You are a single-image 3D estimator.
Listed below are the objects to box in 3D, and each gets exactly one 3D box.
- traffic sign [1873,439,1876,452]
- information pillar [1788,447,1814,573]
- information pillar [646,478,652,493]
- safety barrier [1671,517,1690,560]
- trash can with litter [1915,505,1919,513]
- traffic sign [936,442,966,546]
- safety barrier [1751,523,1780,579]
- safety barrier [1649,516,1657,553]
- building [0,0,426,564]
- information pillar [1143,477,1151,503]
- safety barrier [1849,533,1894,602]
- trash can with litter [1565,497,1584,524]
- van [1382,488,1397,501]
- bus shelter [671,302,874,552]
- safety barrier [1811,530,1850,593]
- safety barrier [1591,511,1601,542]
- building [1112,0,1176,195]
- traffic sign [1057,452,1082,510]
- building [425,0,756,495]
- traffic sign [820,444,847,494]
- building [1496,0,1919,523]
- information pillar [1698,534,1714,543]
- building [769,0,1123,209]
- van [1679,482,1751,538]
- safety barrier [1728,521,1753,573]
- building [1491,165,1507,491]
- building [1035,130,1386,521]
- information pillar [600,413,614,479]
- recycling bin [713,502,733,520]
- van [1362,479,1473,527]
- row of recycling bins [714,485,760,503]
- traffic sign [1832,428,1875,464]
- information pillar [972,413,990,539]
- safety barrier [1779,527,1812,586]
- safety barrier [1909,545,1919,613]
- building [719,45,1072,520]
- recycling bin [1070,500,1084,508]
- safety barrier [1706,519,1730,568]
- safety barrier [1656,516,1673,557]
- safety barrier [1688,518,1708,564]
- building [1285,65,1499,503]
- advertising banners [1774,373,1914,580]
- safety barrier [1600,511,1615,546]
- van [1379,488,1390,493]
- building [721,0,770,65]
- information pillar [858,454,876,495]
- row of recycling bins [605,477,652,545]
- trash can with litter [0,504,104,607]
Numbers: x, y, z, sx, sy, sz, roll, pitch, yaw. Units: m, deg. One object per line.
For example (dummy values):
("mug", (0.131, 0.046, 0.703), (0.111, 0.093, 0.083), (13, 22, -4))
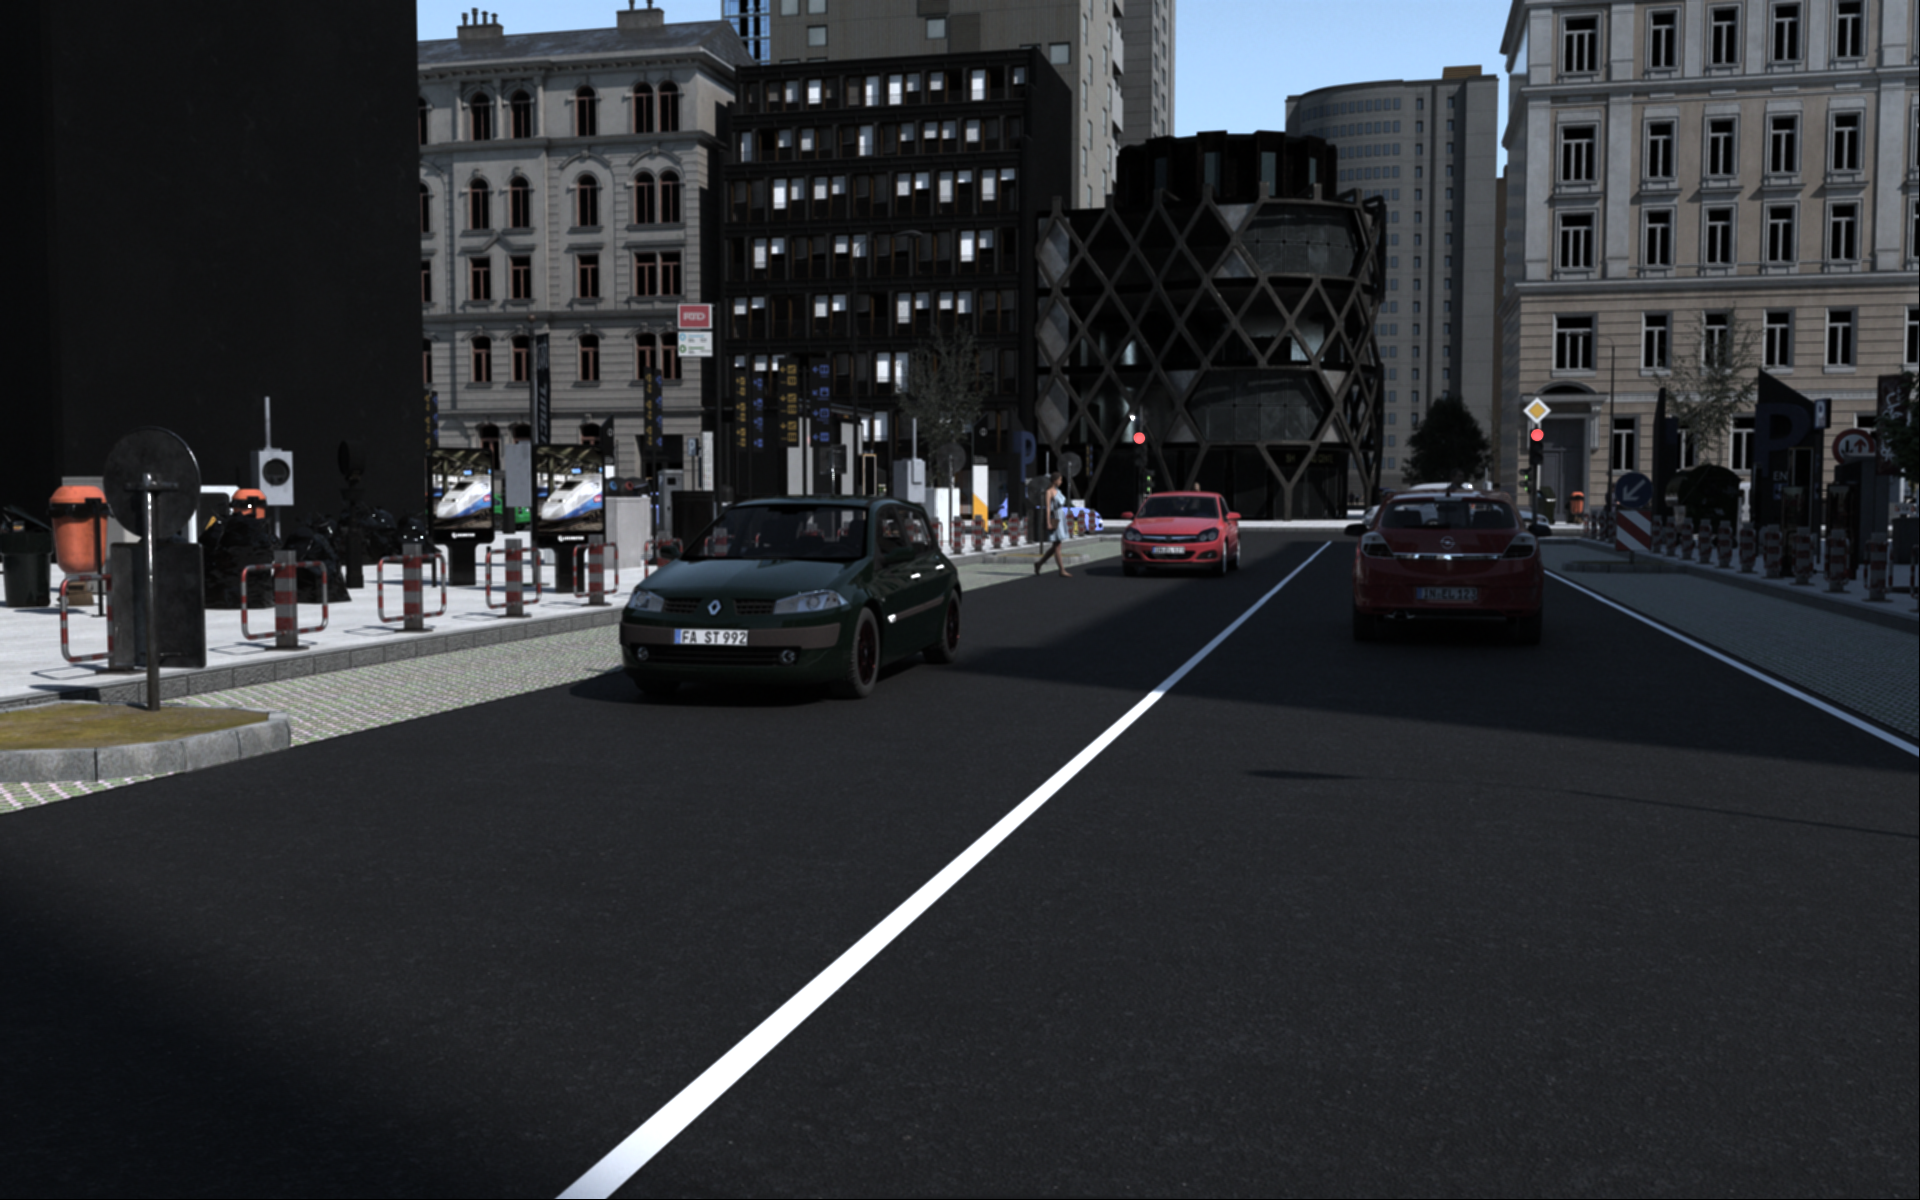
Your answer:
("traffic sign", (18.243, -2.154, 35.318), (0.768, 2.556, 0.104), (1, 4, 20))
("information pillar", (13.232, -1.395, 27.304), (0.304, 2.012, 0.304), (1, 4, 13))
("information pillar", (-14.036, -4.518, 78.362), (0.304, 2.012, 0.304), (-1, 4, -18))
("safety barrier", (14.145, -1.187, 33.679), (0.300, 0.817, 1.120), (1, 4, 14))
("trash can with litter", (25.163, -2.038, 44.712), (1.055, 1.170, 0.624), (-3, 5, -42))
("traffic sign", (-0.236, -2.605, 42.691), (0.768, 2.556, 0.104), (1, 4, 19))
("safety barrier", (12.307, -0.731, 26.220), (0.300, 0.817, 1.120), (1, 4, 14))
("safety barrier", (15.063, -1.416, 37.426), (0.300, 0.817, 1.120), (1, 4, 14))
("building", (-22.603, -12.798, 38.929), (15.834, 23.373, 12.332), (1, 4, 14))
("information pillar", (8.240, -4.401, 76.452), (0.304, 2.012, 0.304), (0, 4, -4))
("safety barrier", (10.939, -0.389, 20.634), (0.300, 0.817, 1.120), (1, 4, 14))
("trash can with litter", (26.514, -3.865, 74.572), (0.624, 1.170, 1.055), (-1, 4, -13))
("van", (41.074, -9.681, 165.288), (2.013, 2.044, 4.112), (1, 4, 15))
("bus shelter", (-4.240, -3.741, 38.791), (2.179, 5.291, 8.768), (1, 4, 14))
("safety barrier", (11.394, -0.503, 22.496), (0.300, 0.817, 1.120), (1, 4, 14))
("safety barrier", (17.349, -1.987, 46.756), (0.300, 0.817, 1.120), (1, 4, 14))
("building", (12.125, -45.918, 189.018), (20.611, 71.187, 20.563), (1, 4, 14))
("traffic sign", (3.289, -3.193, 52.319), (0.768, 2.556, 0.104), (1, 4, 17))
("building", (-22.639, -18.942, 97.088), (23.554, 28.519, 14.401), (1, 4, 14))
("traffic sign", (-2.617, -2.055, 35.721), (0.606, 2.300, 0.079), (1, 4, 19))
("building", (36.453, -18.142, 82.524), (20.117, 28.700, 13.634), (1, 4, 14))
("information pillar", (19.428, -2.481, 45.061), (0.304, 2.012, 0.304), (3, 5, 40))
("building", (-0.134, -34.763, 157.609), (28.713, 52.752, 27.495), (1, 4, 14))
("van", (24.829, -2.973, 55.613), (4.112, 2.044, 2.013), (1, 4, 12))
("safety barrier", (12.768, -0.844, 28.080), (0.300, 0.817, 1.120), (1, 4, 14))
("building", (80.015, -35.884, 236.807), (14.200, 45.320, 14.600), (1, 4, 14))
("building", (13.412, -13.604, 89.872), (16.811, 18.784, 16.820), (1, 4, 14))
("information pillar", (-10.200, -3.598, 50.175), (0.183, 3.616, 0.504), (2, 4, 33))
("recycling bin", (-7.117, -2.426, 52.224), (0.722, 1.027, 0.722), (-1, 4, -8))
("van", (16.953, -3.485, 63.986), (4.112, 2.044, 2.013), (1, 4, 14))
("row of recycling bins", (-9.154, -4.197, 75.742), (3.534, 1.692, 1.069), (-3, 5, -42))
("traffic sign", (17.323, -2.052, 33.651), (0.768, 2.556, 0.104), (1, 4, 14))
("information pillar", (0.588, -3.577, 49.847), (0.504, 3.616, 0.183), (-2, 4, -27))
("safety barrier", (11.852, -0.617, 24.357), (0.300, 0.817, 1.120), (1, 4, 14))
("safety barrier", (10.486, -0.275, 18.771), (0.300, 0.817, 1.120), (1, 4, 14))
("building", (-2.999, -16.029, 91.755), (15.834, 23.373, 12.332), (1, 4, 14))
("recycling bin", (5.010, -3.913, 76.539), (0.722, 1.027, 0.722), (-3, 4, -36))
("safety barrier", (13.223, -0.958, 29.944), (0.300, 0.817, 1.120), (1, 4, 14))
("safety barrier", (14.602, -1.302, 35.563), (0.300, 0.817, 1.120), (1, 4, 14))
("safety barrier", (13.684, -1.072, 31.805), (0.300, 0.817, 1.120), (1, 4, 14))
("building", (60.037, -42.934, 243.962), (28.212, 58.520, 21.231), (1, 4, 14))
("advertising banners", (13.219, -1.822, 25.976), (0.090, 3.025, 2.074), (-2, 4, -32))
("safety barrier", (16.892, -1.873, 44.895), (0.300, 0.817, 1.120), (1, 4, 14))
("van", (42.577, -10.428, 174.885), (2.240, 2.365, 5.245), (1, 4, 14))
("building", (-13.142, -53.895, 193.852), (31.000, 86.520, 22.319), (1, 4, 14))
("information pillar", (-1.761, -1.689, 32.106), (0.304, 2.012, 0.304), (-3, 5, -41))
("row of recycling bins", (-8.316, -2.075, 41.037), (1.069, 1.692, 3.534), (1, 4, 13))
("trash can with litter", (-10.426, -0.517, 19.844), (1.055, 1.170, 0.624), (-2, 4, -31))
